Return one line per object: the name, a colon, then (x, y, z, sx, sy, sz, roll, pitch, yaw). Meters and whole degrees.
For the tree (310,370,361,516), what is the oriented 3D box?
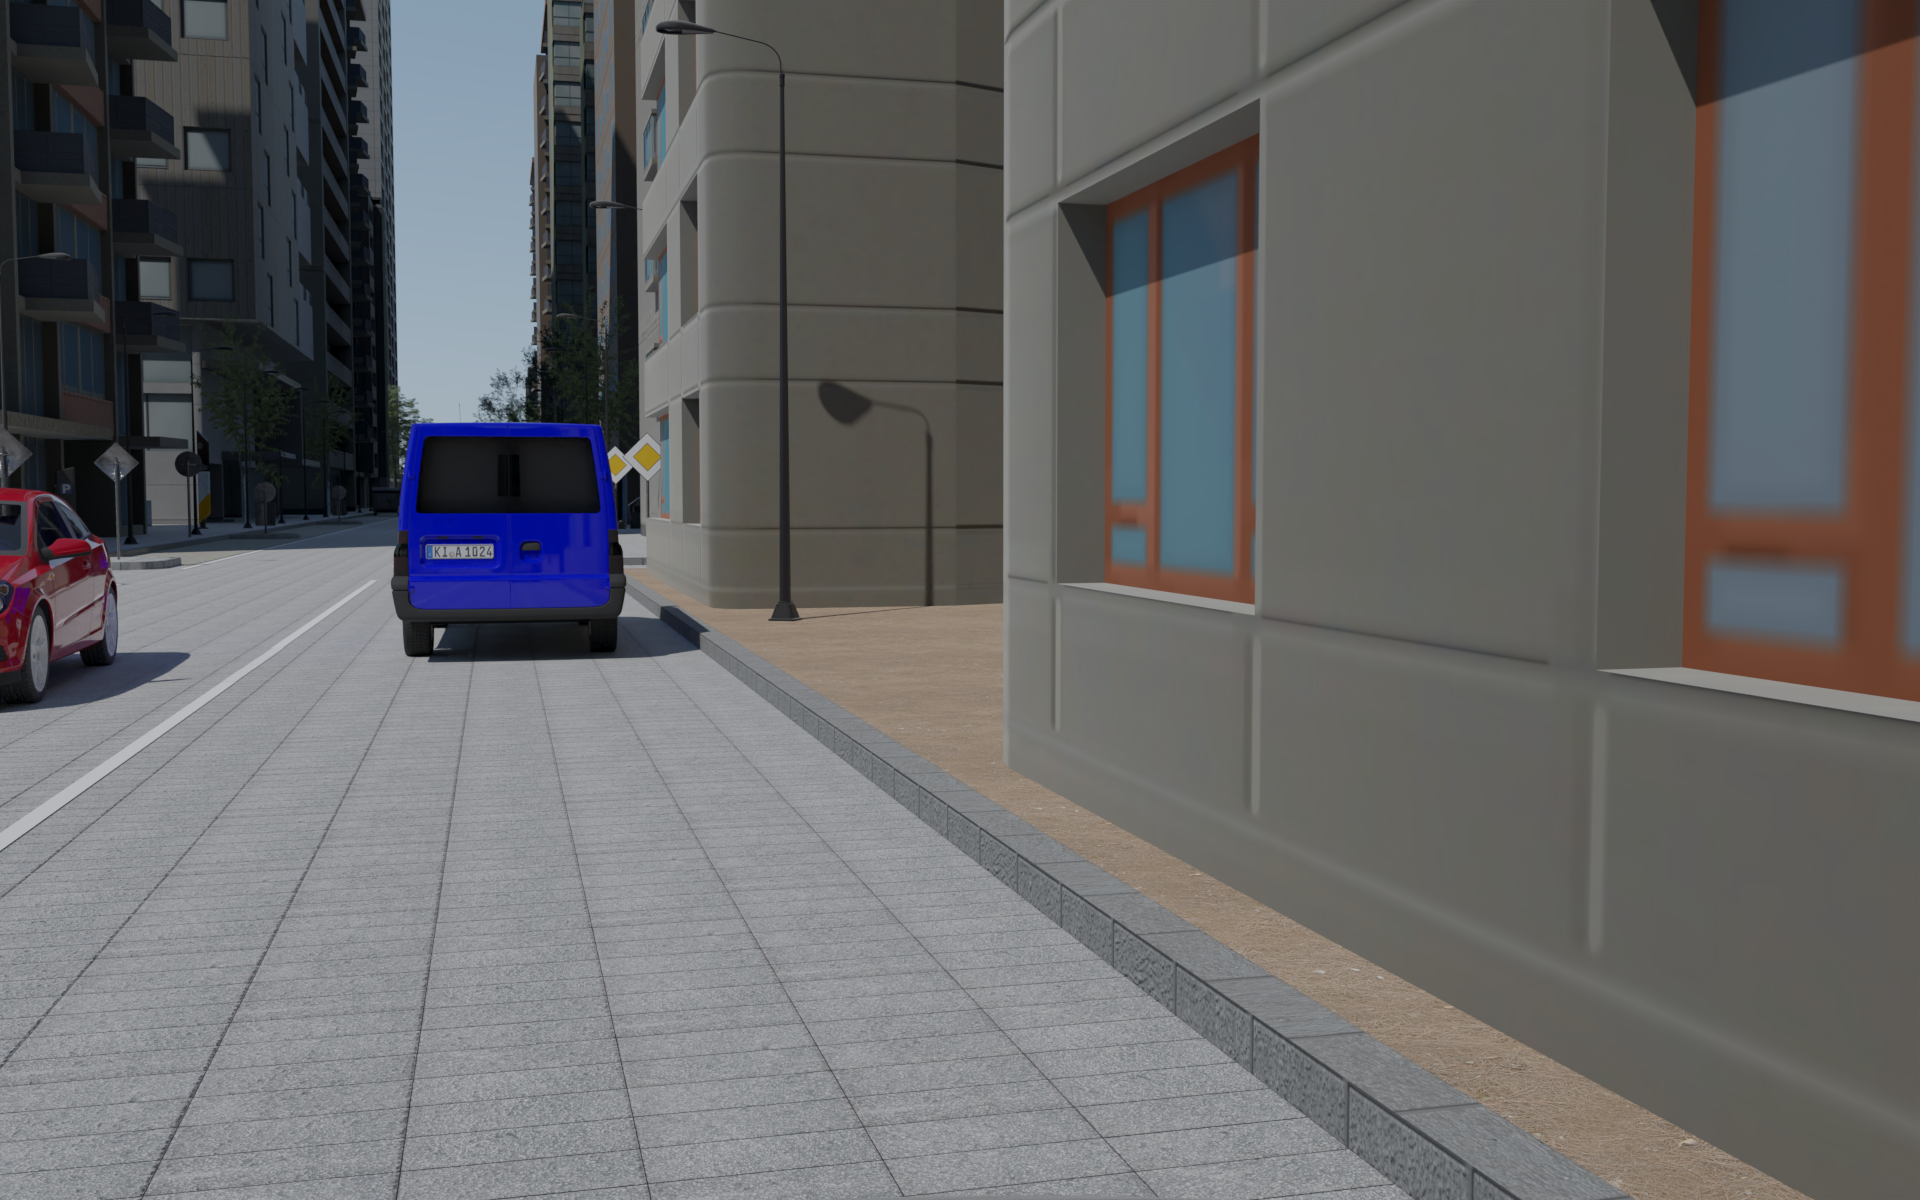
tree: (-37.648, -9.299, 102.405, 4.737, 8.622, 4.395, 0, 3, 0)

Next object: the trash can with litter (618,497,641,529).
trash can with litter: (-12.166, -3.204, 63.778, 1.055, 1.170, 0.624, -1, 4, -19)

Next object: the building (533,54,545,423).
building: (-35.737, -32.147, 175.706, 14.600, 45.320, 14.200, -1, 4, -15)

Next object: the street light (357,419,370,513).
street light: (-37.722, -8.270, 107.751, 1.470, 5.913, 1.316, -1, 4, -15)

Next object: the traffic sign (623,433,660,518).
traffic sign: (-5.130, -1.518, 28.454, 0.795, 2.450, 0.064, -1, 4, -15)

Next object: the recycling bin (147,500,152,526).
recycling bin: (-32.730, -3.452, 68.989, 0.722, 1.027, 0.722, 1, 4, 17)

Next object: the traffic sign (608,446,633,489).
traffic sign: (-7.188, -1.989, 36.171, 0.795, 2.450, 0.064, -1, 4, -15)

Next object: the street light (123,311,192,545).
street light: (-20.602, -4.375, 44.077, 1.470, 5.913, 1.316, -1, 4, -15)

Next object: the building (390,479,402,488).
building: (-80.098, -30.712, 194.022, 32.217, 40.220, 23.993, -1, 4, -15)

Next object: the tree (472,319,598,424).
tree: (-21.612, -9.621, 91.712, 8.767, 10.594, 7.601, -1, 4, -14)

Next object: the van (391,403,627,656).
van: (-4.434, -0.778, 17.107, 2.240, 2.365, 5.245, -1, 4, -14)

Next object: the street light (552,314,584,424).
street light: (-9.689, -4.423, 44.865, 1.470, 5.913, 1.316, -1, 4, -15)

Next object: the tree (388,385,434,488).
tree: (-59.112, -16.011, 179.902, 7.486, 12.596, 7.792, 0, 3, 0)

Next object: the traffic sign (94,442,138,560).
traffic sign: (-16.416, -1.841, 33.739, 0.795, 2.450, 0.064, -1, 4, -15)

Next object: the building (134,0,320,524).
building: (-45.986, -30.080, 81.047, 28.713, 52.752, 27.495, -1, 4, -15)

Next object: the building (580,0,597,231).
building: (-15.646, -20.341, 104.284, 14.160, 30.474, 14.107, -1, 4, -15)

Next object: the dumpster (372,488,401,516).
dumpster: (-37.656, -6.455, 113.757, 1.865, 1.857, 1.264, -1, 4, -16)

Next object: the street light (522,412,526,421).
street light: (-23.801, -7.653, 97.672, 1.470, 5.913, 1.316, -1, 4, -15)

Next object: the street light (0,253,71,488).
street light: (-17.823, -3.722, 33.392, 1.470, 5.913, 1.316, -1, 4, -15)

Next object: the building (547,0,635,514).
building: (-24.411, -29.602, 134.097, 14.600, 45.320, 14.200, -1, 4, -15)

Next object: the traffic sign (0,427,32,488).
traffic sign: (-14.358, -1.369, 26.023, 0.795, 2.450, 0.064, -1, 4, -15)

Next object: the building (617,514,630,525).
building: (-9.169, -26.205, 78.565, 14.600, 45.320, 14.200, -1, 4, -15)

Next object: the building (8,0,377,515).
building: (-59.039, -29.564, 137.989, 22.147, 44.769, 28.867, -1, 4, -15)

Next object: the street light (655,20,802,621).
street light: (-2.300, -2.737, 17.287, 1.470, 5.913, 1.316, -1, 4, -15)

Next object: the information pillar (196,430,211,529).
information pillar: (-27.829, -4.425, 63.707, 0.504, 3.616, 0.183, 1, 4, 17)

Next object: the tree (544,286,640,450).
tree: (-13.080, -6.857, 62.476, 4.737, 8.622, 4.395, 0, 3, 0)

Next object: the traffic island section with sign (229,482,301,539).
traffic island section with sign: (-22.246, -2.867, 55.506, 1.989, 1.847, 2.006, -1, 4, -15)

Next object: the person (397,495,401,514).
person: (-29.716, -5.109, 92.526, 0.515, 1.767, 0.782, 2, 4, 31)

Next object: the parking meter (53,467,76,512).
parking meter: (-19.532, -1.962, 37.792, 0.399, 1.863, 0.255, -3, 4, -39)

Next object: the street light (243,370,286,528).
street light: (-26.170, -5.647, 64.875, 1.470, 5.913, 1.316, -1, 4, -15)

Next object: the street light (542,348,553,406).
street light: (-12.447, -5.059, 55.259, 1.470, 5.913, 1.316, -1, 4, -15)

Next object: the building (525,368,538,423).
building: (-49.017, -24.962, 253.172, 27.650, 21.520, 28.899, -1, 4, -15)

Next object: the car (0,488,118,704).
car: (-7.551, -0.235, 12.890, 2.155, 1.783, 4.494, -1, 4, -17)

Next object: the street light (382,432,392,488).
street light: (-43.284, -9.554, 128.744, 1.470, 5.913, 1.316, -1, 4, -15)

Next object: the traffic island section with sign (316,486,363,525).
traffic island section with sign: (-29.198, -4.460, 81.552, 1.989, 1.847, 2.006, -1, 4, -15)

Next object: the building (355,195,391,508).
building: (-60.736, -23.759, 160.168, 14.160, 30.474, 14.107, -1, 4, -15)

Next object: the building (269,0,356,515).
building: (-51.916, -29.915, 112.811, 21.300, 48.544, 21.600, -1, 4, -15)

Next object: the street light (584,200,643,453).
street light: (-5.168, -3.373, 27.697, 1.470, 5.913, 1.316, -1, 4, -15)

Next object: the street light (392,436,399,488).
street light: (-46.113, -10.188, 139.118, 1.470, 5.913, 1.316, -1, 4, -15)

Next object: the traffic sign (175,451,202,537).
traffic sign: (-22.900, -3.139, 51.425, 0.768, 2.556, 0.104, -1, 4, -9)

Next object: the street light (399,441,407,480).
street light: (-49.162, -10.891, 150.601, 1.470, 5.913, 1.316, -1, 4, -15)

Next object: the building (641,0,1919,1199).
building: (12.044, -10.505, 16.790, 27.650, 21.520, 28.899, -1, 4, -15)

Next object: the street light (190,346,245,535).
street light: (-23.515, -5.010, 54.454, 1.470, 5.913, 1.316, -1, 4, -15)

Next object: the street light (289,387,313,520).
street light: (-28.968, -6.282, 75.257, 1.470, 5.913, 1.316, -1, 4, -15)

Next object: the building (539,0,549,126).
building: (-26.117, -30.659, 155.903, 22.147, 44.769, 28.867, -1, 4, -15)

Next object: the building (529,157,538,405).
building: (-44.023, -34.822, 223.956, 22.147, 44.769, 28.867, -1, 4, -15)

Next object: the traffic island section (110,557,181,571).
traffic island section: (-16.437, -0.704, 33.795, 2.009, 0.180, 2.903, -1, 4, -15)

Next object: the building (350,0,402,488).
building: (-85.595, -48.793, 236.013, 20.563, 71.187, 20.611, -1, 4, -15)

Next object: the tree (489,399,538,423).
tree: (-47.223, -16.104, 189.060, 9.928, 11.665, 9.643, 0, 3, 0)

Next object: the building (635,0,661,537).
building: (1.336, -26.129, 50.913, 21.600, 48.544, 21.300, -1, 4, -15)

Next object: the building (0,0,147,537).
building: (-33.176, -23.791, 43.605, 22.147, 44.769, 28.867, -1, 4, -15)

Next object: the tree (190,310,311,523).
tree: (-28.554, -7.267, 69.180, 4.737, 8.622, 4.395, 0, 3, 0)

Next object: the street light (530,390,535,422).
street light: (-18.214, -6.383, 76.904, 1.470, 5.913, 1.316, -1, 4, -15)

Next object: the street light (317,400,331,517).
street light: (-31.819, -6.916, 85.626, 1.470, 5.913, 1.316, -1, 4, -15)

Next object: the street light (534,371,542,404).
street light: (-15.235, -5.696, 65.678, 1.470, 5.913, 1.316, -1, 4, -15)

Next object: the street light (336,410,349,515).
street light: (-34.650, -7.551, 96.000, 1.470, 5.913, 1.316, -1, 4, -15)

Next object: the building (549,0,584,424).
building: (-20.994, -26.665, 119.574, 14.154, 41.232, 14.086, -1, 4, -15)

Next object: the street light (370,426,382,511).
street light: (-40.505, -8.918, 118.356, 1.470, 5.913, 1.316, -1, 4, -15)
